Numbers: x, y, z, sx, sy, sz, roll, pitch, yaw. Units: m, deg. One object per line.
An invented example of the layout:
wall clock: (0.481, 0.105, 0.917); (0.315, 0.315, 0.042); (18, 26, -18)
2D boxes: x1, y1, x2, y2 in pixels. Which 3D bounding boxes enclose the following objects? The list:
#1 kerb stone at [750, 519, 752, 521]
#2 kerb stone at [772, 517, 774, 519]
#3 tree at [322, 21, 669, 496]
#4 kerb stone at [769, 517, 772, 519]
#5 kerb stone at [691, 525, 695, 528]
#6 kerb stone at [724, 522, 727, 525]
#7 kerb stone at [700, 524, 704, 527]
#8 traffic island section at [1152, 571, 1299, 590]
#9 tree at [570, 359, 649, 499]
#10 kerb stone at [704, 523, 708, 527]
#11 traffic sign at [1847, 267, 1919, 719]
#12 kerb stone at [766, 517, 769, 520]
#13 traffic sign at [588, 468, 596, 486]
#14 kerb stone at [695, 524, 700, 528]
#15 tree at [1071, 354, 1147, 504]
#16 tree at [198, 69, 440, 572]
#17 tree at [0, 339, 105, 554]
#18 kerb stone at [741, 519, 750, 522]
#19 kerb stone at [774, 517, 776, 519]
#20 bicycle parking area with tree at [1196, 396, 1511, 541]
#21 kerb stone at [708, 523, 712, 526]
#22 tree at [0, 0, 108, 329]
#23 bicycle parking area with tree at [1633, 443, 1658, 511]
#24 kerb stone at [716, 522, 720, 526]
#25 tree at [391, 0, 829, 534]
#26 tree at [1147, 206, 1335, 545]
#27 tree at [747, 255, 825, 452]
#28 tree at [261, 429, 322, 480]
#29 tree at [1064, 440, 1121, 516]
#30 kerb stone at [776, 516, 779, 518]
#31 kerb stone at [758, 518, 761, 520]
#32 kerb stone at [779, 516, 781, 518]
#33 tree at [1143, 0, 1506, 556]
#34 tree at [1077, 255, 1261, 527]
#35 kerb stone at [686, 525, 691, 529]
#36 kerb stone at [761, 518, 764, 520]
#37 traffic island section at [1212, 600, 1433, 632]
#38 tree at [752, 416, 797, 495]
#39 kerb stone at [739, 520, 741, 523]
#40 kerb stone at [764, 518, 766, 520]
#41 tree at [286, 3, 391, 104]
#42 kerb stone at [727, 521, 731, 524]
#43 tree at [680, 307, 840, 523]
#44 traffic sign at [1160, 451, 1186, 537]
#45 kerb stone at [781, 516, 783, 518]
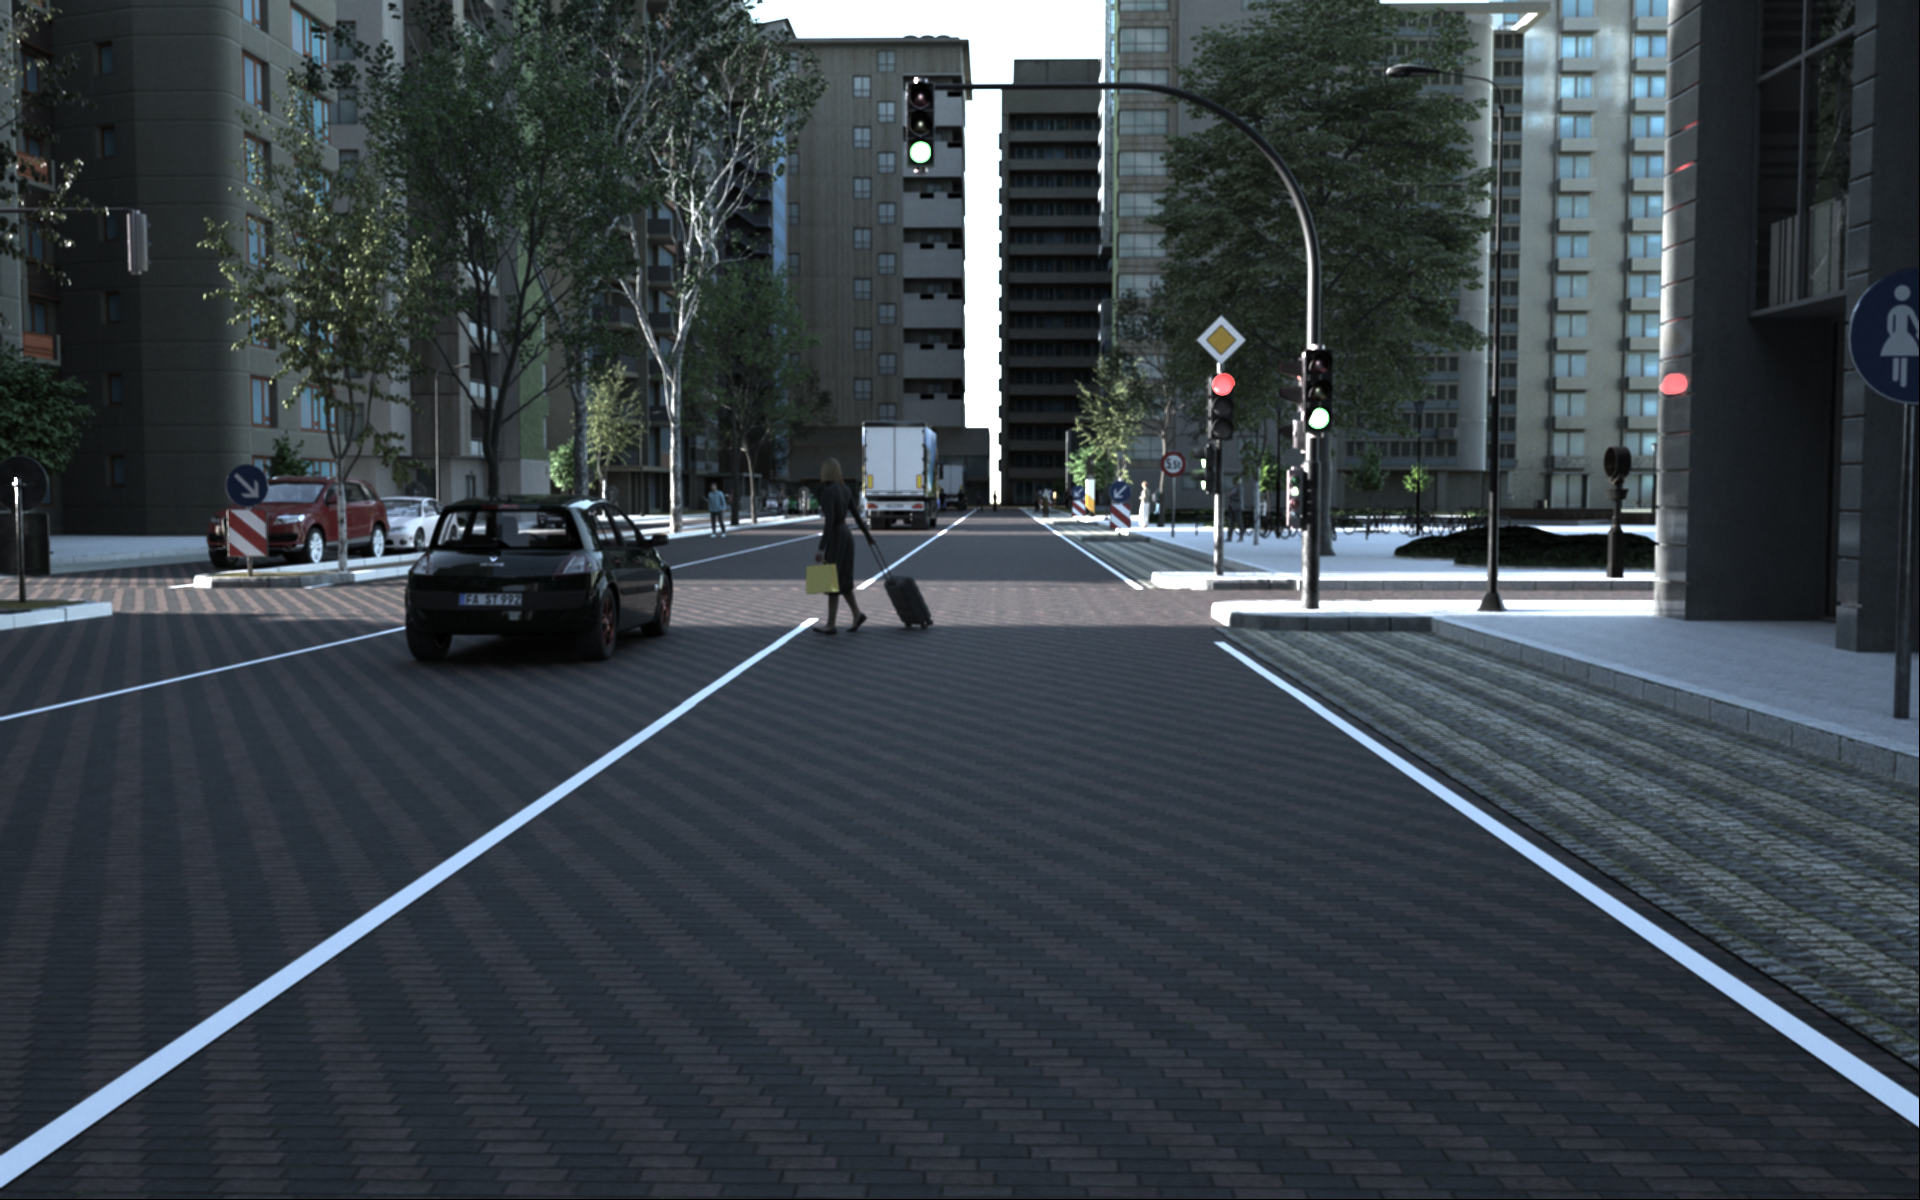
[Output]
kerb stone: (-10.690, -3.976, 87.201); (0.120, 0.150, 1.000); (0, 4, 1)
kerb stone: (-10.510, -4.478, 95.408); (0.120, 0.150, 1.000); (0, 4, 1)
tree: (-10.316, -6.723, 38.139); (9.928, 11.665, 9.643); (0, 3, 0)
kerb stone: (-10.533, -4.415, 94.380); (0.120, 0.150, 1.000); (0, 4, 1)
kerb stone: (-11.071, -2.972, 70.789); (0.120, 0.150, 1.000); (0, 4, 1)
kerb stone: (-10.877, -3.475, 79.004); (0.120, 0.150, 1.000); (0, 4, 1)
kerb stone: (-11.023, -3.097, 72.836); (0.120, 0.150, 1.000); (0, 4, 1)
traffic island section: (4.110, -0.312, 27.375); (2.009, 0.180, 2.903); (0, 4, 1)
tree: (-18.946, -8.704, 92.680); (4.737, 8.622, 4.395); (0, 3, 0)
kerb stone: (-11.001, -3.161, 73.872); (0.120, 0.150, 1.000); (0, 4, 1)
traffic sign: (5.393, -0.596, 9.844); (0.768, 2.556, 0.104); (0, 4, 4)
kerb stone: (-10.559, -4.350, 93.358); (0.120, 0.150, 1.000); (0, 4, 1)
traffic sign: (-17.938, -5.098, 83.459); (0.768, 2.556, 0.104); (0, 4, 5)
kerb stone: (-11.043, -3.035, 71.811); (0.120, 0.150, 1.000); (0, 4, 1)
tree: (8.061, -8.470, 88.850); (4.737, 8.622, 4.395); (0, 3, 0)
tree: (-10.751, -4.708, 29.793); (4.737, 8.622, 4.395); (0, 3, 0)
tree: (-20.179, -3.262, 37.048); (4.285, 4.588, 4.351); (0, 3, 0)
kerb stone: (-10.718, -3.913, 86.179); (0.120, 0.150, 1.000); (0, 4, 1)
kerb stone: (-10.482, -4.540, 96.431); (0.120, 0.150, 1.000); (0, 4, 1)
bicycle parking area with tree: (11.783, -3.976, 52.008); (8.231, 4.147, 9.016); (-1, 4, -11)
kerb stone: (-10.971, -3.223, 74.894); (0.120, 0.150, 1.000); (0, 4, 1)
tree: (-11.205, -3.975, 17.804); (4.360, 8.622, 3.978); (0, 3, 0)
bicycle parking area with tree: (41.749, -6.746, 97.300); (8.231, 4.147, 9.016); (2, 4, 33)
kerb stone: (-10.924, -3.348, 76.938); (0.120, 0.150, 1.000); (0, 4, 1)
tree: (-11.408, -12.494, 62.622); (12.611, 20.169, 13.585); (0, 3, 0)
tree: (7.238, -5.691, 43.405); (4.737, 8.622, 4.395); (0, 3, 0)
tree: (-9.606, -8.928, 74.192); (9.928, 11.665, 9.643); (0, 3, 0)
tree: (-20.151, -3.495, 51.744); (1.663, 3.219, 1.824); (0, 3, 0)
tree: (7.919, -7.322, 103.436); (4.285, 4.588, 4.351); (0, 3, 0)
kerb stone: (-10.460, -4.601, 97.453); (0.120, 0.150, 1.000); (0, 4, 1)
kerb stone: (-10.624, -4.164, 90.274); (0.120, 0.150, 1.000); (0, 4, 1)
kerb stone: (-10.446, -4.658, 98.476); (0.120, 0.150, 1.000); (0, 4, 1)
tree: (7.319, -7.176, 35.447); (7.486, 12.596, 7.792); (0, 3, 0)
tree: (8.120, -8.096, 66.789); (7.601, 10.594, 8.767); (0, 4, -1)
kerb stone: (-11.083, -2.909, 69.762); (0.120, 0.150, 1.000); (0, 4, 1)
kerb stone: (-10.600, -4.225, 91.296); (0.120, 0.150, 1.000); (0, 4, 1)
traffic island section: (3.929, 0.177, 19.391); (2.009, 0.180, 2.903); (0, 4, 1)
tree: (-17.463, -12.921, 161.612); (4.360, 8.622, 3.978); (0, 3, 0)
kerb stone: (-10.785, -3.726, 83.113); (0.120, 0.150, 1.000); (0, 4, 1)
kerb stone: (-10.587, -4.289, 92.327); (0.120, 0.150, 1.000); (0, 4, 1)
tree: (-11.889, -11.677, 49.265); (12.611, 20.169, 13.585); (0, 3, 0)
kerb stone: (-10.853, -3.537, 80.030); (0.120, 0.150, 1.000); (0, 4, 1)
tree: (-9.929, -8.996, 83.946); (8.767, 10.594, 7.601); (0, 4, 1)
traffic sign: (6.333, -3.140, 51.438); (0.768, 2.556, 0.104); (1, 4, 10)
kerb stone: (-10.409, -4.726, 99.498); (0.120, 0.150, 1.000); (0, 4, 1)
